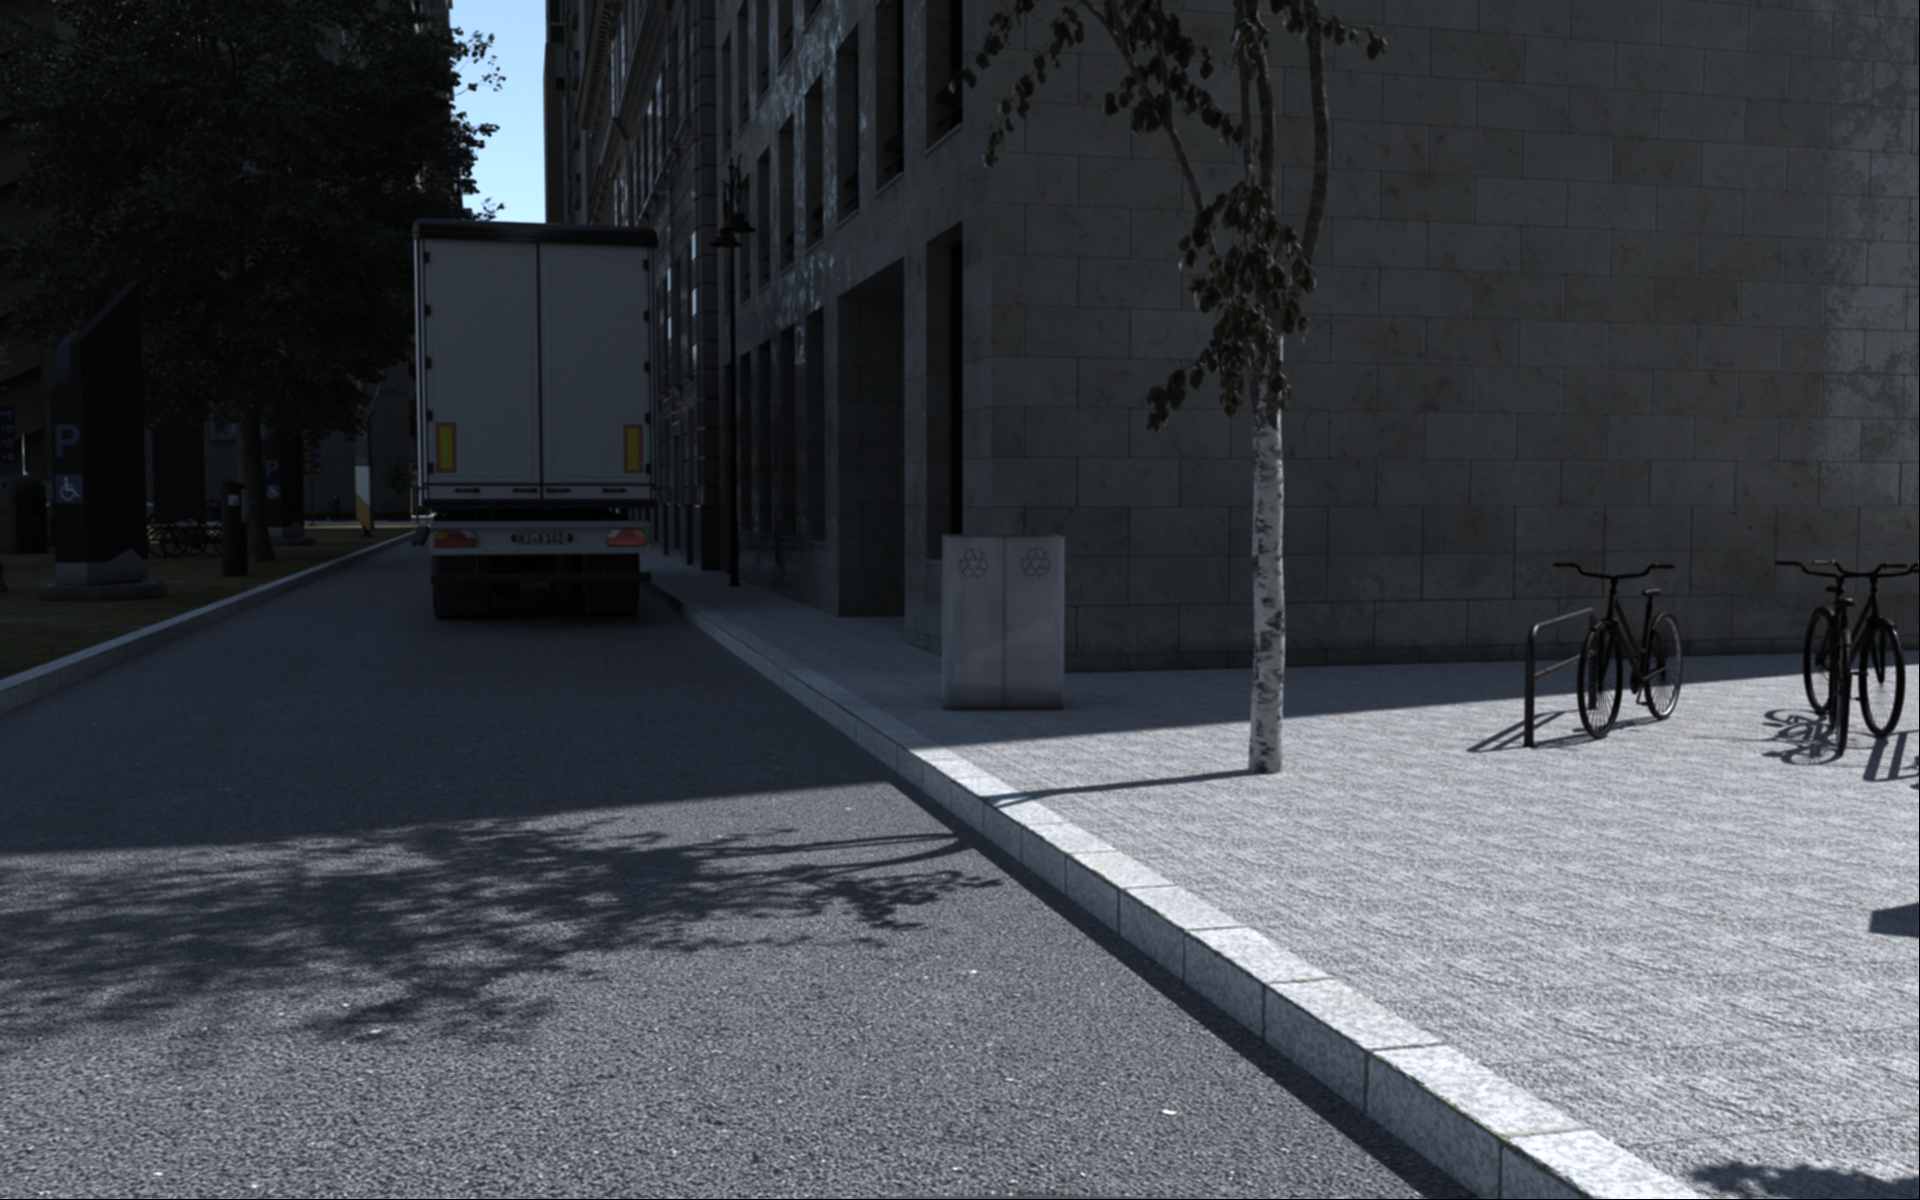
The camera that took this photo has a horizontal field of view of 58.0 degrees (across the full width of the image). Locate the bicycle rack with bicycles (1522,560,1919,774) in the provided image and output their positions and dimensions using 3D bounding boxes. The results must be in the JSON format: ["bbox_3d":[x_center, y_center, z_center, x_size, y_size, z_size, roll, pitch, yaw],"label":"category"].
[{"bbox_3d":[4.289,0.258,9.169,2.852,0.926,2.925,2,4,31],"label":"bicycle rack with bicycles"}]

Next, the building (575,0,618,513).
[{"bbox_3d":[-8.116,-12.114,62.694,10.561,19.102,19.286,-1,4,-14],"label":"building"}]

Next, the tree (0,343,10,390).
[{"bbox_3d":[-30.155,-6.128,50.548,4.360,8.622,3.978,0,3,0],"label":"tree"}]

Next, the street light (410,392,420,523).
[{"bbox_3d":[-24.261,-6.391,77.276,0.468,5.910,1.993,-1,4,-14],"label":"street light"}]

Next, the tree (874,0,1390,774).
[{"bbox_3d":[1.180,-3.509,7.740,4.360,8.622,3.978,0,3,0],"label":"tree"}]

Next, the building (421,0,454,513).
[{"bbox_3d":[-47.557,-30.780,122.861,23.786,49.044,30.456,-1,4,-14],"label":"building"}]

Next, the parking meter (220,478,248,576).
[{"bbox_3d":[-11.368,-1.145,27.124,0.372,1.533,0.369,0,3,0],"label":"parking meter"}]

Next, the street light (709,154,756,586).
[{"bbox_3d":[-3.143,-3.131,23.978,0.468,5.910,1.993,-1,4,-14],"label":"street light"}]

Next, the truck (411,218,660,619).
[{"bbox_3d":[-5.819,-2.105,23.335,2.839,4.237,11.283,-1,4,-15],"label":"truck"}]

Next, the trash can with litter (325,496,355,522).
[{"bbox_3d":[-29.063,-4.260,80.708,1.678,1.210,2.233,-2,4,-32],"label":"trash can with litter"}]

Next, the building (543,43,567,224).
[{"bbox_3d":[-33.739,-31.881,171.371,14.600,45.320,14.200,-1,4,-14],"label":"building"}]

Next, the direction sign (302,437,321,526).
[{"bbox_3d":[-25.690,-4.690,68.685,0.876,3.537,0.379,1,4,21],"label":"direction sign"}]

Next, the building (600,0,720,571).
[{"bbox_3d":[-1.857,-14.918,41.174,12.463,27.353,25.104,-1,4,-14],"label":"building"}]

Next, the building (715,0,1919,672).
[{"bbox_3d":[3.164,-10.171,21.053,10.420,20.320,16.860,-1,4,-14],"label":"building"}]

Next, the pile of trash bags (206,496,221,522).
[{"bbox_3d":[-34.530,-4.316,80.315,3.447,1.369,1.912,0,4,8],"label":"pile of trash bags"}]

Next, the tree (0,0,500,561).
[{"bbox_3d":[-13.524,-7.715,32.801,9.857,13.997,8.962,0,3,0],"label":"tree"}]

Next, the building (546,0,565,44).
[{"bbox_3d":[-46.998,-49.276,243.917,20.611,71.187,20.563,-1,4,-14],"label":"building"}]

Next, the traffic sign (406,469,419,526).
[{"bbox_3d":[-21.810,-4.027,69.480,0.795,2.450,0.064,-1,4,-14],"label":"traffic sign"}]

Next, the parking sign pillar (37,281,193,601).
[{"bbox_3d":[-10.607,-2.010,21.338,1.447,3.967,1.447,0,4,6],"label":"parking sign pillar"}]

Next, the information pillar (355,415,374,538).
[{"bbox_3d":[-17.630,-3.659,51.181,0.504,3.616,0.183,1,4,17],"label":"information pillar"}]

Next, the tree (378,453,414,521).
[{"bbox_3d":[-26.263,-5.312,81.450,1.663,3.219,1.824,0,3,0],"label":"tree"}]

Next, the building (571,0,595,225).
[{"bbox_3d":[-9.782,-28.678,92.590,21.600,48.544,21.300,-1,4,-14],"label":"building"}]

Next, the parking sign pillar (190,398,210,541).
[{"bbox_3d":[-21.383,-3.605,47.419,1.447,3.967,1.447,-1,4,-23],"label":"parking sign pillar"}]

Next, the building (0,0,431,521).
[{"bbox_3d":[-39.531,-28.512,89.867,21.300,48.544,21.600,-1,4,-14],"label":"building"}]

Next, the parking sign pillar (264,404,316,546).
[{"bbox_3d":[-17.015,-3.370,43.580,1.447,3.967,1.447,0,4,3],"label":"parking sign pillar"}]

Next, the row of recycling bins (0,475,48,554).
[{"bbox_3d":[-21.040,-1.918,38.479,1.069,1.692,3.534,-3,4,-38],"label":"row of recycling bins"}]

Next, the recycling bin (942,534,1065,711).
[{"bbox_3d":[0.254,0.120,10.596,0.722,1.027,0.722,0,4,-1],"label":"recycling bin"}]

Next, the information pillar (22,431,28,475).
[{"bbox_3d":[-34.695,-4.462,64.308,0.183,3.616,0.504,-2,4,-35],"label":"information pillar"}]

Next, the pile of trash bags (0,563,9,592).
[{"bbox_3d":[-13.026,-0.701,21.219,1.912,1.369,3.447,-1,4,-15],"label":"pile of trash bags"}]

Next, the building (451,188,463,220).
[{"bbox_3d":[-51.823,-23.462,155.313,14.160,30.474,14.107,-1,4,-14],"label":"building"}]

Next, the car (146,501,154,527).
[{"bbox_3d":[-33.689,-3.548,69.807,4.920,1.459,2.131,-1,4,-14],"label":"car"}]

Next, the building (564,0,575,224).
[{"bbox_3d":[-22.605,-27.377,131.210,14.154,41.232,14.086,-1,4,-14],"label":"building"}]

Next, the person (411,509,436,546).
[{"bbox_3d":[-14.637,-2.416,48.227,0.699,1.804,1.509,2,4,35],"label":"person"}]

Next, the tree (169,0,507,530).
[{"bbox_3d":[-21.798,-12.469,59.750,12.611,20.169,13.585,0,3,0],"label":"tree"}]

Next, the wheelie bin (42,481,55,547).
[{"bbox_3d":[-22.013,-2.086,42.022,0.980,1.594,0.693,1,4,19],"label":"wheelie bin"}]

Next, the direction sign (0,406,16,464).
[{"bbox_3d":[-24.755,-3.212,44.515,0.876,3.537,0.379,-2,4,-34],"label":"direction sign"}]

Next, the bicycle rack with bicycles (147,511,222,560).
[{"bbox_3d":[-15.513,-1.322,34.997,2.925,0.926,2.852,-2,4,-34],"label":"bicycle rack with bicycles"}]

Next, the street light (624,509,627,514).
[{"bbox_3d":[-9.237,-4.573,47.550,0.468,5.910,1.993,-1,4,-14],"label":"street light"}]
